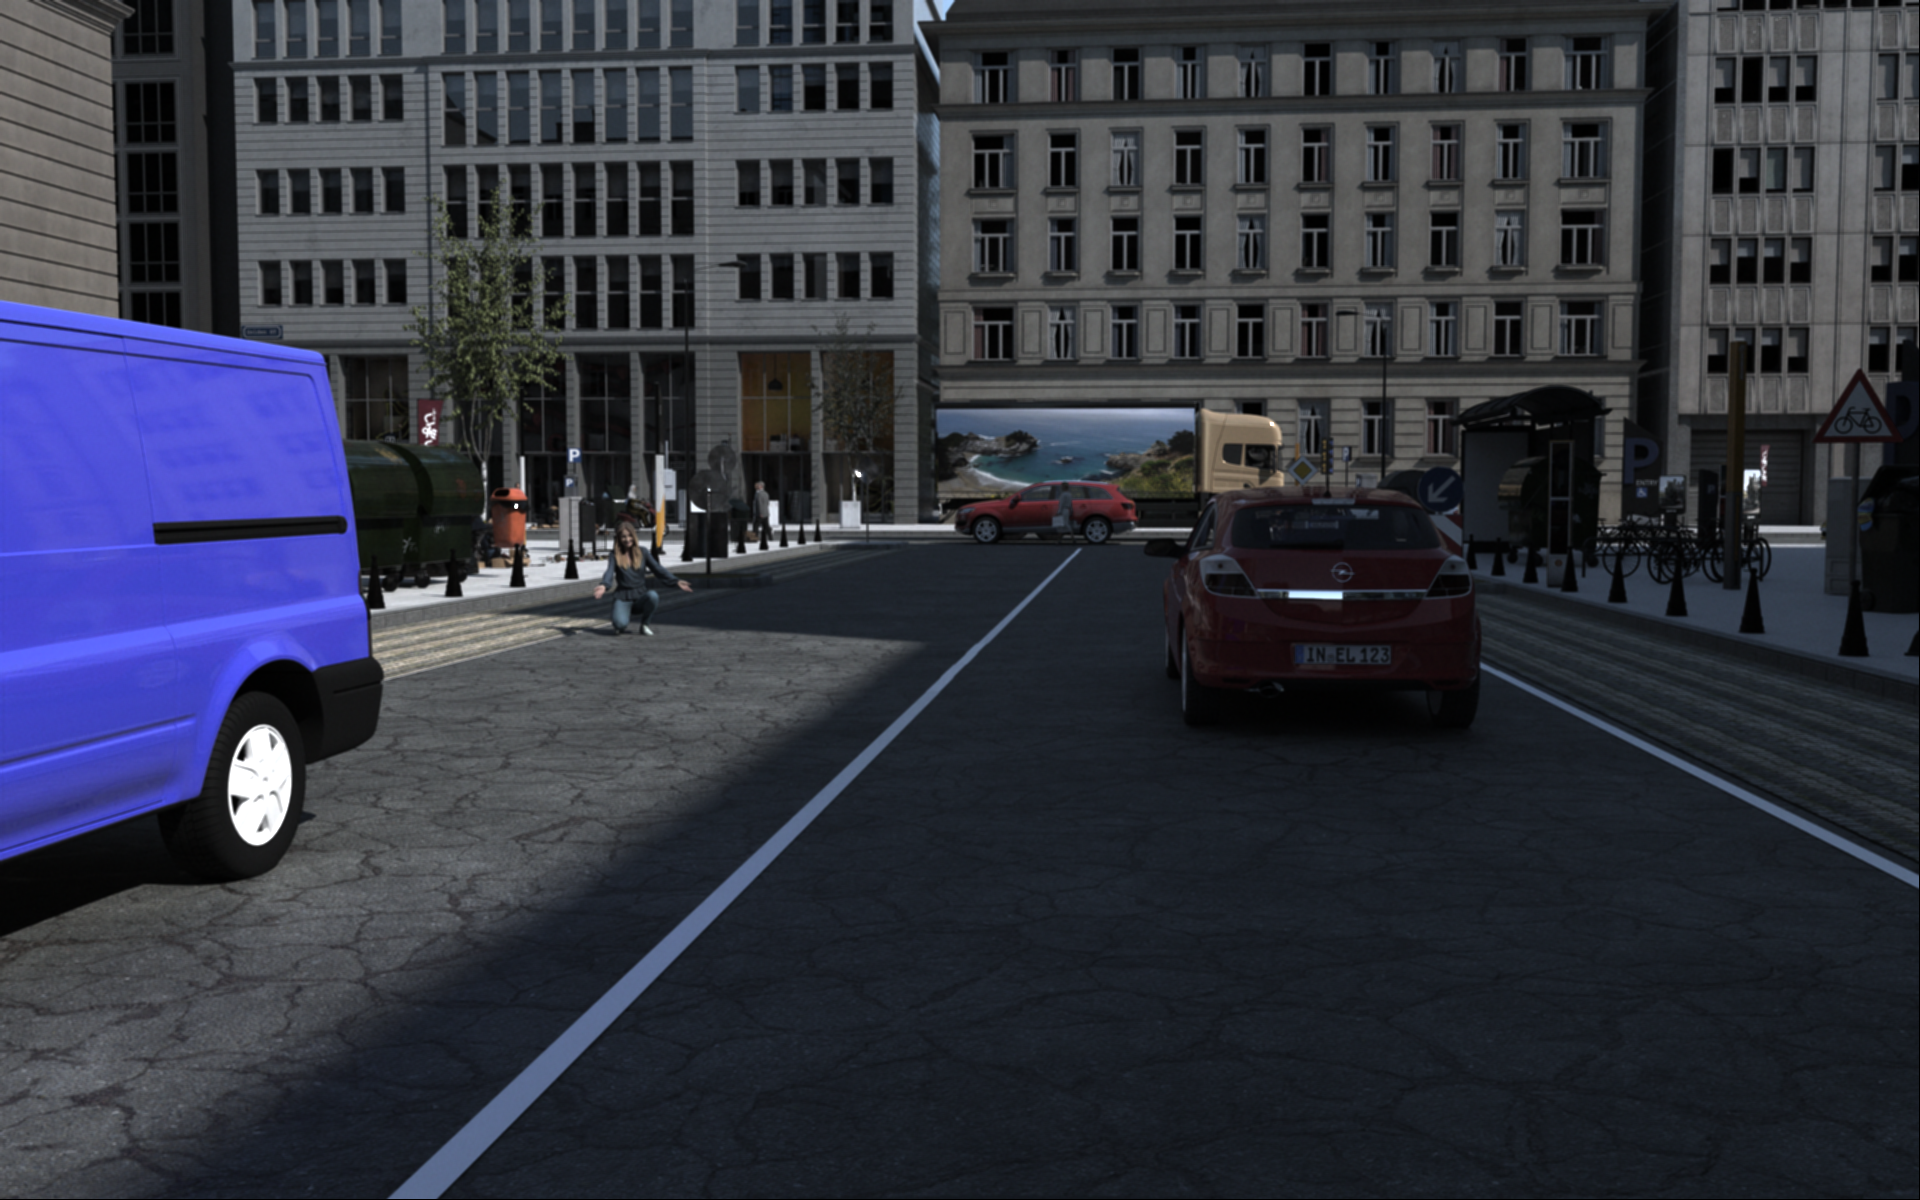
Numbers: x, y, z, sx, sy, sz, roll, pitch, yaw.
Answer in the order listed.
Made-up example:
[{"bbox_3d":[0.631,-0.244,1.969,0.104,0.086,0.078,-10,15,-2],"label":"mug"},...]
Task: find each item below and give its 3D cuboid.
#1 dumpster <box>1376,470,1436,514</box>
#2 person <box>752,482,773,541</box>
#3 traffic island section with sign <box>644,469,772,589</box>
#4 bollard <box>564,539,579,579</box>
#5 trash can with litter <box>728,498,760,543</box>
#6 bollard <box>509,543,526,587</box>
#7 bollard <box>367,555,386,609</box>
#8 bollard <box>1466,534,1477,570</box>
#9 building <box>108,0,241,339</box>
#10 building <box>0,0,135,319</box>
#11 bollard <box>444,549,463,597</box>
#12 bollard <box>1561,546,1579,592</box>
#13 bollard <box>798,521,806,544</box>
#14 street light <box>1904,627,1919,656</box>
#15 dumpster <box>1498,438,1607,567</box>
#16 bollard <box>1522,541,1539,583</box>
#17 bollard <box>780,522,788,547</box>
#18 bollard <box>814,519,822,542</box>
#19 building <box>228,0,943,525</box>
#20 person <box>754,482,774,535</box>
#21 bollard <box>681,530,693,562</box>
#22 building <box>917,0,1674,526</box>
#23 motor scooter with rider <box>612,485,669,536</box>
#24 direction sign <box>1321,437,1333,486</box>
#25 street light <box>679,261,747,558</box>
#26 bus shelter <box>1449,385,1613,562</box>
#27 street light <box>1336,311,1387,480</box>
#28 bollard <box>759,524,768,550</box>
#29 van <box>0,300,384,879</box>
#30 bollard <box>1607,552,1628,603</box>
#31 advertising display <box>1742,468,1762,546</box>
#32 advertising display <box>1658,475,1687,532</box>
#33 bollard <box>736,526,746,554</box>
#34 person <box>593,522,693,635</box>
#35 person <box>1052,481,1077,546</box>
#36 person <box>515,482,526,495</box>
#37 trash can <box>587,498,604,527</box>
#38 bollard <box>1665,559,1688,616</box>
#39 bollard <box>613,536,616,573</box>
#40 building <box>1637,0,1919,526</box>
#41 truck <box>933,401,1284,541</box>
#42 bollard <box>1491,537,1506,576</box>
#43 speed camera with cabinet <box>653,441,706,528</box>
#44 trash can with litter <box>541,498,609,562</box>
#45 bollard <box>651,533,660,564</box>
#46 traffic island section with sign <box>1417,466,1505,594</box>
[{"bbox_3d":[10.848,-2.216,41.992,1.264,1.857,1.865,0,4,6],"label":"dumpster"},{"bbox_3d":[-5.570,-2.392,48.008,0.834,1.777,0.661,1,4,9],"label":"person"},{"bbox_3d":[-4.005,-1.125,27.023,1.989,1.847,2.006,0,4,6],"label":"traffic island section with sign"},{"bbox_3d":[-5.869,-0.618,26.141,0.229,0.601,0.229,0,3,0],"label":"bollard"},{"bbox_3d":[-5.688,-2.113,45.940,0.624,1.170,1.055,-3,5,-43],"label":"trash can with litter"},{"bbox_3d":[-6.106,-0.480,23.888,0.229,0.601,0.229,0,3,0],"label":"bollard"},{"bbox_3d":[-6.556,-0.205,19.396,0.229,0.601,0.229,0,3,0],"label":"bollard"},{"bbox_3d":[8.711,-0.824,29.516,0.229,0.601,0.229,0,3,0],"label":"bollard"},{"bbox_3d":[-43.174,-17.722,83.255,24.014,27.812,14.314,0,4,6],"label":"building"},{"bbox_3d":[-29.759,-14.268,30.550,25.104,27.353,12.463,0,4,6],"label":"building"},{"bbox_3d":[-6.331,-0.343,21.643,0.229,0.601,0.229,0,3,0],"label":"bollard"},{"bbox_3d":[8.019,-0.411,22.769,0.229,0.601,0.229,0,3,0],"label":"bollard"},{"bbox_3d":[-4.036,-1.719,44.141,0.229,0.601,0.229,0,3,0],"label":"bollard"},{"bbox_3d":[7.147,-2.515,13.655,1.470,5.913,1.316,0,4,6],"label":"street light"},{"bbox_3d":[10.619,-1.749,31.084,1.502,2.255,1.985,0,4,6],"label":"dumpster"},{"bbox_3d":[8.249,-0.549,25.024,0.229,0.601,0.229,0,3,0],"label":"bollard"},{"bbox_3d":[-4.264,-1.581,41.897,0.229,0.601,0.229,0,3,0],"label":"bollard"},{"bbox_3d":[-3.811,-1.856,46.390,0.229,0.601,0.229,0,3,0],"label":"bollard"},{"bbox_3d":[-16.025,-18.416,78.599,29.804,29.767,11.434,0,4,6],"label":"building"},{"bbox_3d":[-6.741,-3.090,58.871,0.795,1.843,0.661,-2,4,-28],"label":"person"},{"bbox_3d":[-5.183,-1.031,32.897,0.229,0.601,0.229,0,3,0],"label":"bollard"},{"bbox_3d":[14.011,-14.986,78.313,30.059,22.955,16.112,0,4,6],"label":"building"},{"bbox_3d":[-10.837,-3.038,58.632,1.986,1.779,0.876,0,4,4],"label":"motor scooter with rider"},{"bbox_3d":[14.667,-4.724,69.242,0.379,3.537,0.876,3,5,42],"label":"direction sign"},{"bbox_3d":[-4.939,-3.803,34.725,1.470,5.913,1.316,0,4,6],"label":"street light"},{"bbox_3d":[11.391,-2.514,35.035,2.014,3.302,5.546,0,4,6],"label":"bus shelter"},{"bbox_3d":[10.207,-4.368,43.963,1.470,5.913,1.316,0,4,6],"label":"street light"},{"bbox_3d":[-4.494,-1.443,39.641,0.229,0.601,0.229,0,3,0],"label":"bollard"},{"bbox_3d":[-3.724,-0.035,4.949,2.240,2.365,5.245,0,4,7],"label":"van"},{"bbox_3d":[7.793,-0.273,20.508,0.229,0.601,0.229,0,3,0],"label":"bollard"},{"bbox_3d":[19.473,-2.294,42.721,0.974,1.923,0.123,-3,5,-40],"label":"advertising display"},{"bbox_3d":[24.068,-3.262,58.554,0.123,1.923,0.974,-3,4,-36],"label":"advertising display"},{"bbox_3d":[-4.726,-1.306,37.396,0.229,0.601,0.229,0,3,0],"label":"bollard"},{"bbox_3d":[-3.241,-0.222,17.626,1.012,1.151,0.738,-1,4,-16],"label":"person"},{"bbox_3d":[2.929,-2.402,48.118,0.694,1.780,0.624,-3,5,-44],"label":"person"},{"bbox_3d":[-14.220,-2.872,55.583,0.598,1.807,0.434,0,4,1],"label":"person"},{"bbox_3d":[-14.104,-3.390,67.085,0.748,1.137,0.748,0,3,0],"label":"trash can"},{"bbox_3d":[7.561,-0.135,18.257,0.229,0.601,0.229,0,3,0],"label":"bollard"},{"bbox_3d":[-5.638,-0.755,28.385,0.229,0.601,0.229,0,3,0],"label":"bollard"},{"bbox_3d":[38.809,-15.638,73.698,19.932,24.808,12.078,0,4,6],"label":"building"},{"bbox_3d":[4.907,-3.940,53.328,11.283,4.237,2.839,0,4,5],"label":"truck"},{"bbox_3d":[8.478,-0.687,27.268,0.229,0.601,0.229,0,3,0],"label":"bollard"},{"bbox_3d":[-10.469,-4.316,64.907,2.038,3.252,0.660,-3,4,-39],"label":"speed camera with cabinet"},{"bbox_3d":[-7.492,-1.369,33.445,1.678,1.210,2.233,1,4,18],"label":"trash can with litter"},{"bbox_3d":[-5.414,-0.894,30.652,0.229,0.601,0.229,0,3,0],"label":"bollard"},{"bbox_3d":[6.891,-1.044,25.704,1.989,1.847,2.006,0,4,6],"label":"traffic island section with sign"}]
